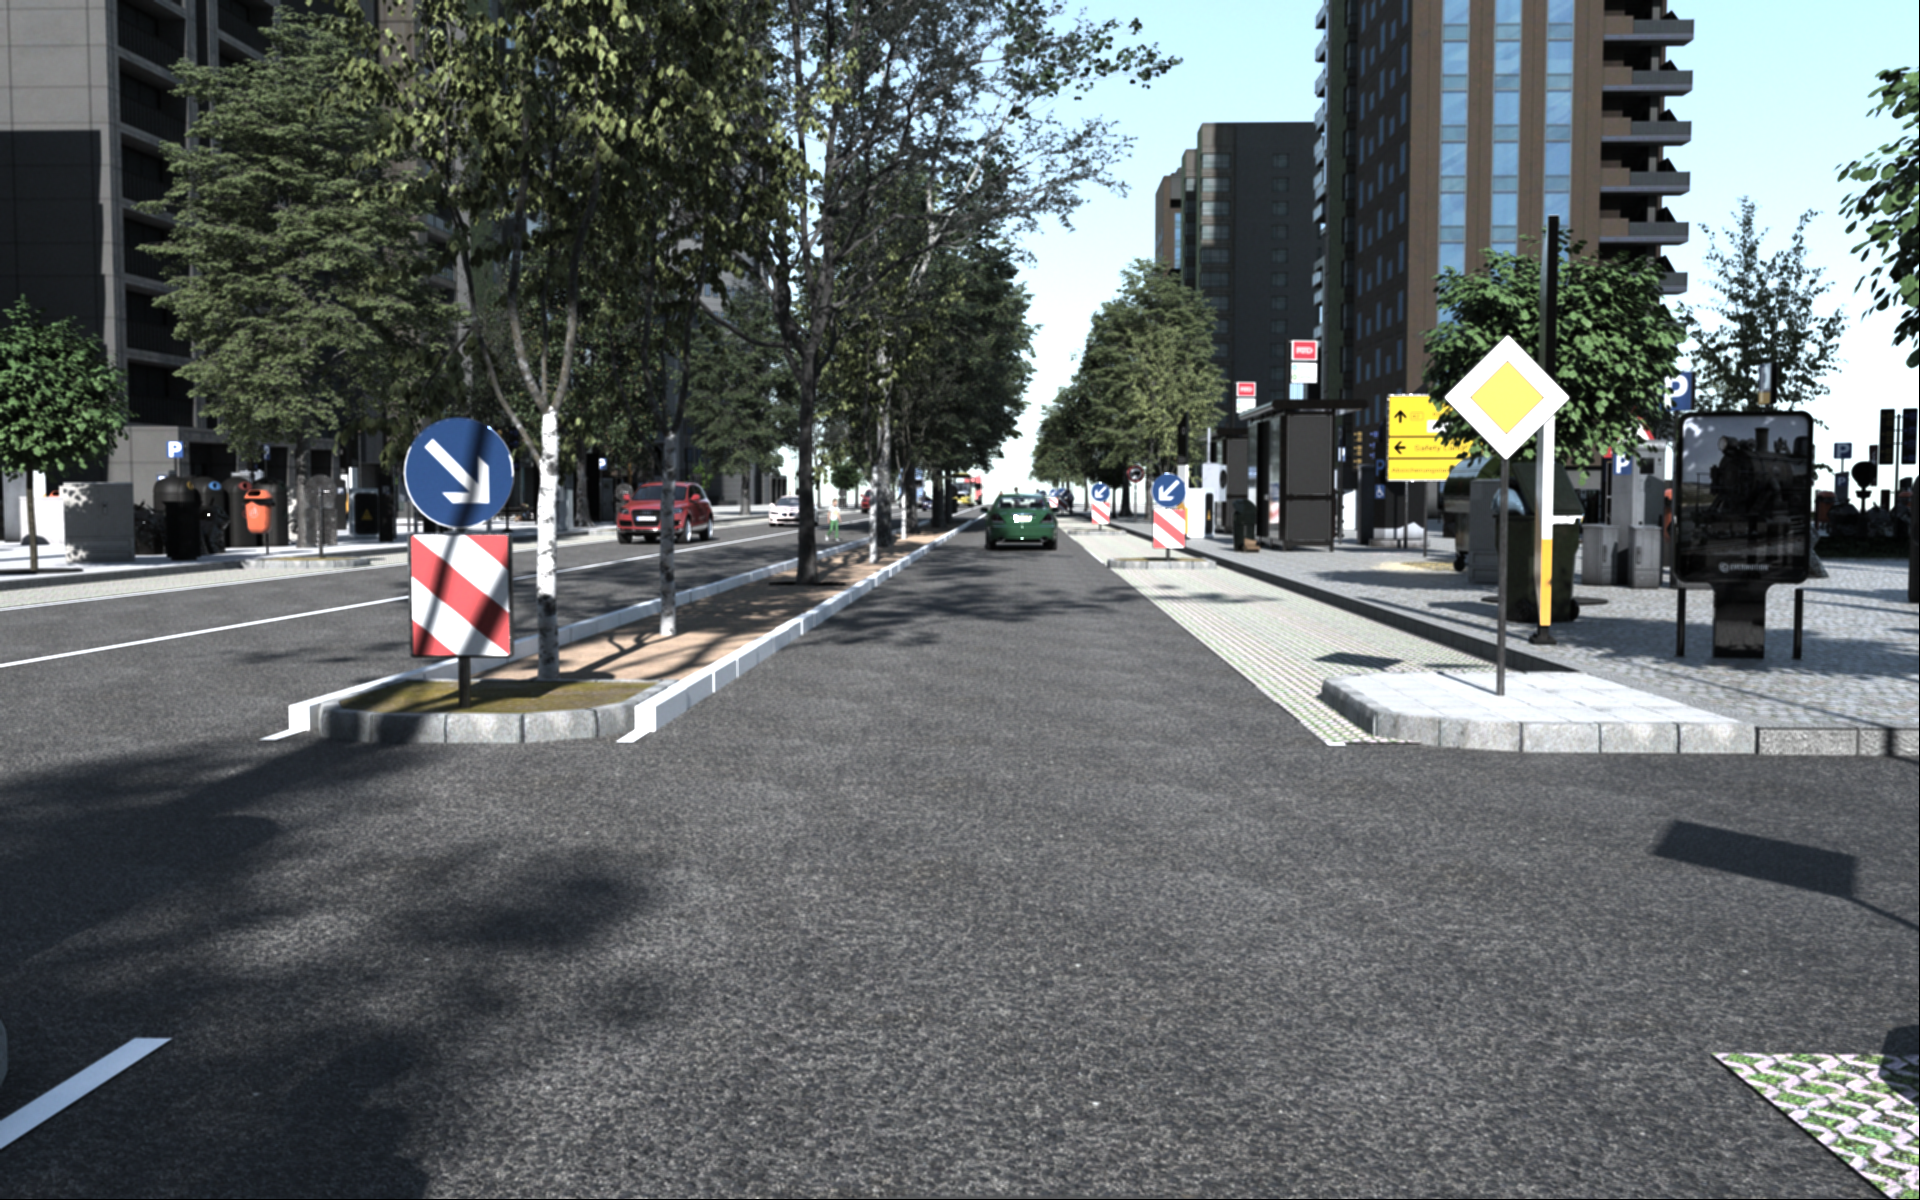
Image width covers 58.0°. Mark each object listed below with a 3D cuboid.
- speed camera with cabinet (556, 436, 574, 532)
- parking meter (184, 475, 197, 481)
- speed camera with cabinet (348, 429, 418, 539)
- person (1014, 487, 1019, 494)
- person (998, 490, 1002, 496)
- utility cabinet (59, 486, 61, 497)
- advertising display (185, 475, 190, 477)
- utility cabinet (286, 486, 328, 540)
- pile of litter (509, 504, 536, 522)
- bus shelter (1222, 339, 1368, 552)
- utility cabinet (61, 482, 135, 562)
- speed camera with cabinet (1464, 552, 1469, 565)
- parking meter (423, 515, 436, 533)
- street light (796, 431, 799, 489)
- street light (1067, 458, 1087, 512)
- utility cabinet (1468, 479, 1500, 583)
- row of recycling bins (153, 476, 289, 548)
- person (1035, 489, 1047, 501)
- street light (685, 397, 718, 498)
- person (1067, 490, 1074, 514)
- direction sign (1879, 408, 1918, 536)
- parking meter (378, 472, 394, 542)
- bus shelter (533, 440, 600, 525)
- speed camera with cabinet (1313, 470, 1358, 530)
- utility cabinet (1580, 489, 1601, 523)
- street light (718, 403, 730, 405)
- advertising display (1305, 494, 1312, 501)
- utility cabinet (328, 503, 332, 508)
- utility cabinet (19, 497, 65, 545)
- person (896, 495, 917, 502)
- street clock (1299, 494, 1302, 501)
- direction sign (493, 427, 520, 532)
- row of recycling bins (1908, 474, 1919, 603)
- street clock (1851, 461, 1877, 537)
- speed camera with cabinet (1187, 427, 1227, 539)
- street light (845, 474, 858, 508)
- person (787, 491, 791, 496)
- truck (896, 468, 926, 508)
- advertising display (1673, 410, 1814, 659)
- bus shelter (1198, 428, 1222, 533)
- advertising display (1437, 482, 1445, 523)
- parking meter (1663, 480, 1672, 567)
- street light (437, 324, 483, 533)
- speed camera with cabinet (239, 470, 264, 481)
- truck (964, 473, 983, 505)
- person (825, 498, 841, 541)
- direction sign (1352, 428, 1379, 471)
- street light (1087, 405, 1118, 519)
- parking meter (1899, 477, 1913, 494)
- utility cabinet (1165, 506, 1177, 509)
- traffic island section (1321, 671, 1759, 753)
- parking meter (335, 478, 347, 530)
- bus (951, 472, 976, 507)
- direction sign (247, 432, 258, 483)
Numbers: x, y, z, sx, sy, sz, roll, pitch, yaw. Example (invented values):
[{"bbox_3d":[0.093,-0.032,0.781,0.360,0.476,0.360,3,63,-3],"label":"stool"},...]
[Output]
[{"bbox_3d":[-13.764,-3.977,59.353,0.660,3.252,2.038,0,4,0],"label":"speed camera with cabinet"},{"bbox_3d":[-23.729,-2.915,53.365,0.399,1.863,0.255,1,4,22],"label":"parking meter"},{"bbox_3d":[-16.625,-3.413,50.143,2.038,3.252,0.660,-2,4,-23],"label":"speed camera with cabinet"},{"bbox_3d":[2.710,-4.587,83.841,0.374,1.781,0.599,1,4,17],"label":"person"},{"bbox_3d":[4.404,-10.729,183.851,1.348,1.831,0.705,-3,5,-44],"label":"person"},{"bbox_3d":[-23.481,-2.294,46.185,1.173,1.500,0.318,2,4,27],"label":"utility cabinet"},{"bbox_3d":[-26.730,-3.360,60.148,0.123,1.923,0.974,-2,4,-34],"label":"advertising display"},{"bbox_3d":[-18.169,-2.399,47.902,1.173,1.500,0.318,1,4,14],"label":"utility cabinet"},{"bbox_3d":[-20.202,-4.073,80.560,1.719,0.858,1.176,1,4,12],"label":"pile of litter"},{"bbox_3d":[8.124,-3.970,42.548,2.179,5.291,8.768,0,4,2],"label":"bus shelter"},{"bbox_3d":[-16.203,-1.463,32.606,1.173,1.500,0.318,-2,4,-27],"label":"utility cabinet"},{"bbox_3d":[9.805,-2.291,31.788,0.660,3.252,2.038,2,4,30],"label":"speed camera with cabinet"},{"bbox_3d":[-16.527,-2.784,53.923,0.372,1.533,0.369,0,3,0],"label":"parking meter"},{"bbox_3d":[-11.222,-9.281,124.287,1.470,5.913,1.316,0,4,2],"label":"street light"},{"bbox_3d":[8.674,-9.437,126.843,1.470,5.913,1.316,0,4,2],"label":"street light"},{"bbox_3d":[7.855,-0.976,24.630,1.173,1.500,0.318,3,5,40],"label":"utility cabinet"},{"bbox_3d":[-17.625,-2.092,41.325,1.069,1.692,3.534,2,4,27],"label":"row of recycling bins"},{"bbox_3d":[5.413,-6.864,120.808,1.350,1.814,0.705,0,4,1],"label":"person"},{"bbox_3d":[-12.579,-6.760,83.059,1.470,5.913,1.316,0,4,2],"label":"street light"},{"bbox_3d":[7.148,-6.335,113.023,0.756,1.711,0.436,-3,5,-44],"label":"person"},{"bbox_3d":[24.834,-3.297,45.910,0.876,3.537,0.379,3,4,36],"label":"direction sign"},{"bbox_3d":[-15.462,-2.507,46.693,0.399,1.863,0.255,-1,4,-21],"label":"parking meter"},{"bbox_3d":[-17.002,-5.171,75.828,1.731,3.624,6.357,0,4,2],"label":"bus shelter"},{"bbox_3d":[13.597,-4.128,61.821,0.660,3.252,2.038,-3,5,-42],"label":"speed camera with cabinet"},{"bbox_3d":[27.504,-4.094,75.613,1.173,1.500,0.318,-1,4,-9],"label":"utility cabinet"},{"bbox_3d":[-12.385,-7.074,88.204,1.470,5.913,1.316,0,4,2],"label":"street light"},{"bbox_3d":[11.925,-3.304,59.231,0.123,1.923,0.974,0,4,5],"label":"advertising display"},{"bbox_3d":[-19.001,-2.595,51.111,0.318,1.500,1.173,1,4,13],"label":"utility cabinet"},{"bbox_3d":[-23.280,-2.006,43.958,1.020,1.237,0.306,-2,4,-28],"label":"utility cabinet"},{"bbox_3d":[-3.204,-5.772,102.891,1.348,1.821,0.705,1,4,16],"label":"person"},{"bbox_3d":[10.399,-2.960,52.963,0.471,2.002,0.358,-1,4,-18],"label":"street clock"},{"bbox_3d":[-15.224,-4.047,58.162,0.876,3.537,0.379,0,4,2],"label":"direction sign"},{"bbox_3d":[12.900,-0.777,19.825,3.534,1.692,1.069,1,4,21],"label":"row of recycling bins"},{"bbox_3d":[19.964,-2.062,38.284,0.471,2.002,0.358,1,4,12],"label":"street clock"},{"bbox_3d":[7.219,-3.446,50.672,0.660,3.252,2.038,2,4,27],"label":"speed camera with cabinet"},{"bbox_3d":[-9.992,-11.473,160.130,1.470,5.913,1.316,0,4,2],"label":"street light"},{"bbox_3d":[-16.426,-9.585,165.748,0.750,1.759,0.617,1,4,22],"label":"person"},{"bbox_3d":[-4.756,-11.817,182.973,2.967,4.110,18.799,0,4,1],"label":"truck"},{"bbox_3d":[6.108,-0.509,13.542,0.974,1.923,0.123,1,4,15],"label":"advertising display"},{"bbox_3d":[9.373,-4.992,59.256,2.179,5.291,8.768,0,4,2],"label":"bus shelter"},{"bbox_3d":[21.603,-4.369,76.645,0.974,1.923,0.123,-1,4,-10],"label":"advertising display"},{"bbox_3d":[12.476,-1.362,30.673,0.372,1.533,0.369,0,3,0],"label":"parking meter"},{"bbox_3d":[-13.745,-4.586,47.523,1.470,5.913,1.316,0,4,2],"label":"street light"},{"bbox_3d":[-26.406,-4.379,65.931,0.660,3.252,2.038,2,4,26],"label":"speed camera with cabinet"},{"bbox_3d":[1.811,-15.118,236.086,2.839,4.237,11.283,0,4,1],"label":"truck"},{"bbox_3d":[-3.840,-2.428,52.448,0.590,1.304,0.306,3,5,45],"label":"person"},{"bbox_3d":[13.977,-4.144,59.753,0.876,3.537,0.379,1,4,17],"label":"direction sign"},{"bbox_3d":[7.535,-7.221,90.611,1.470,5.913,1.316,0,4,2],"label":"street light"},{"bbox_3d":[32.360,-3.278,59.301,0.399,1.863,0.255,-2,4,-27],"label":"parking meter"},{"bbox_3d":[10.043,-4.397,80.565,0.318,1.500,1.173,-3,4,-38],"label":"utility cabinet"},{"bbox_3d":[3.462,0.687,11.043,2.009,0.180,2.903,0,4,2],"label":"traffic island section"},{"bbox_3d":[-22.088,-3.433,61.833,0.399,1.863,0.255,-1,4,-17],"label":"parking meter"},{"bbox_3d":[0.227,-12.482,195.630,2.896,3.916,12.252,0,4,3],"label":"bus"},{"bbox_3d":[-24.294,-4.129,59.504,0.379,3.537,0.876,0,4,-2],"label":"direction sign"}]
